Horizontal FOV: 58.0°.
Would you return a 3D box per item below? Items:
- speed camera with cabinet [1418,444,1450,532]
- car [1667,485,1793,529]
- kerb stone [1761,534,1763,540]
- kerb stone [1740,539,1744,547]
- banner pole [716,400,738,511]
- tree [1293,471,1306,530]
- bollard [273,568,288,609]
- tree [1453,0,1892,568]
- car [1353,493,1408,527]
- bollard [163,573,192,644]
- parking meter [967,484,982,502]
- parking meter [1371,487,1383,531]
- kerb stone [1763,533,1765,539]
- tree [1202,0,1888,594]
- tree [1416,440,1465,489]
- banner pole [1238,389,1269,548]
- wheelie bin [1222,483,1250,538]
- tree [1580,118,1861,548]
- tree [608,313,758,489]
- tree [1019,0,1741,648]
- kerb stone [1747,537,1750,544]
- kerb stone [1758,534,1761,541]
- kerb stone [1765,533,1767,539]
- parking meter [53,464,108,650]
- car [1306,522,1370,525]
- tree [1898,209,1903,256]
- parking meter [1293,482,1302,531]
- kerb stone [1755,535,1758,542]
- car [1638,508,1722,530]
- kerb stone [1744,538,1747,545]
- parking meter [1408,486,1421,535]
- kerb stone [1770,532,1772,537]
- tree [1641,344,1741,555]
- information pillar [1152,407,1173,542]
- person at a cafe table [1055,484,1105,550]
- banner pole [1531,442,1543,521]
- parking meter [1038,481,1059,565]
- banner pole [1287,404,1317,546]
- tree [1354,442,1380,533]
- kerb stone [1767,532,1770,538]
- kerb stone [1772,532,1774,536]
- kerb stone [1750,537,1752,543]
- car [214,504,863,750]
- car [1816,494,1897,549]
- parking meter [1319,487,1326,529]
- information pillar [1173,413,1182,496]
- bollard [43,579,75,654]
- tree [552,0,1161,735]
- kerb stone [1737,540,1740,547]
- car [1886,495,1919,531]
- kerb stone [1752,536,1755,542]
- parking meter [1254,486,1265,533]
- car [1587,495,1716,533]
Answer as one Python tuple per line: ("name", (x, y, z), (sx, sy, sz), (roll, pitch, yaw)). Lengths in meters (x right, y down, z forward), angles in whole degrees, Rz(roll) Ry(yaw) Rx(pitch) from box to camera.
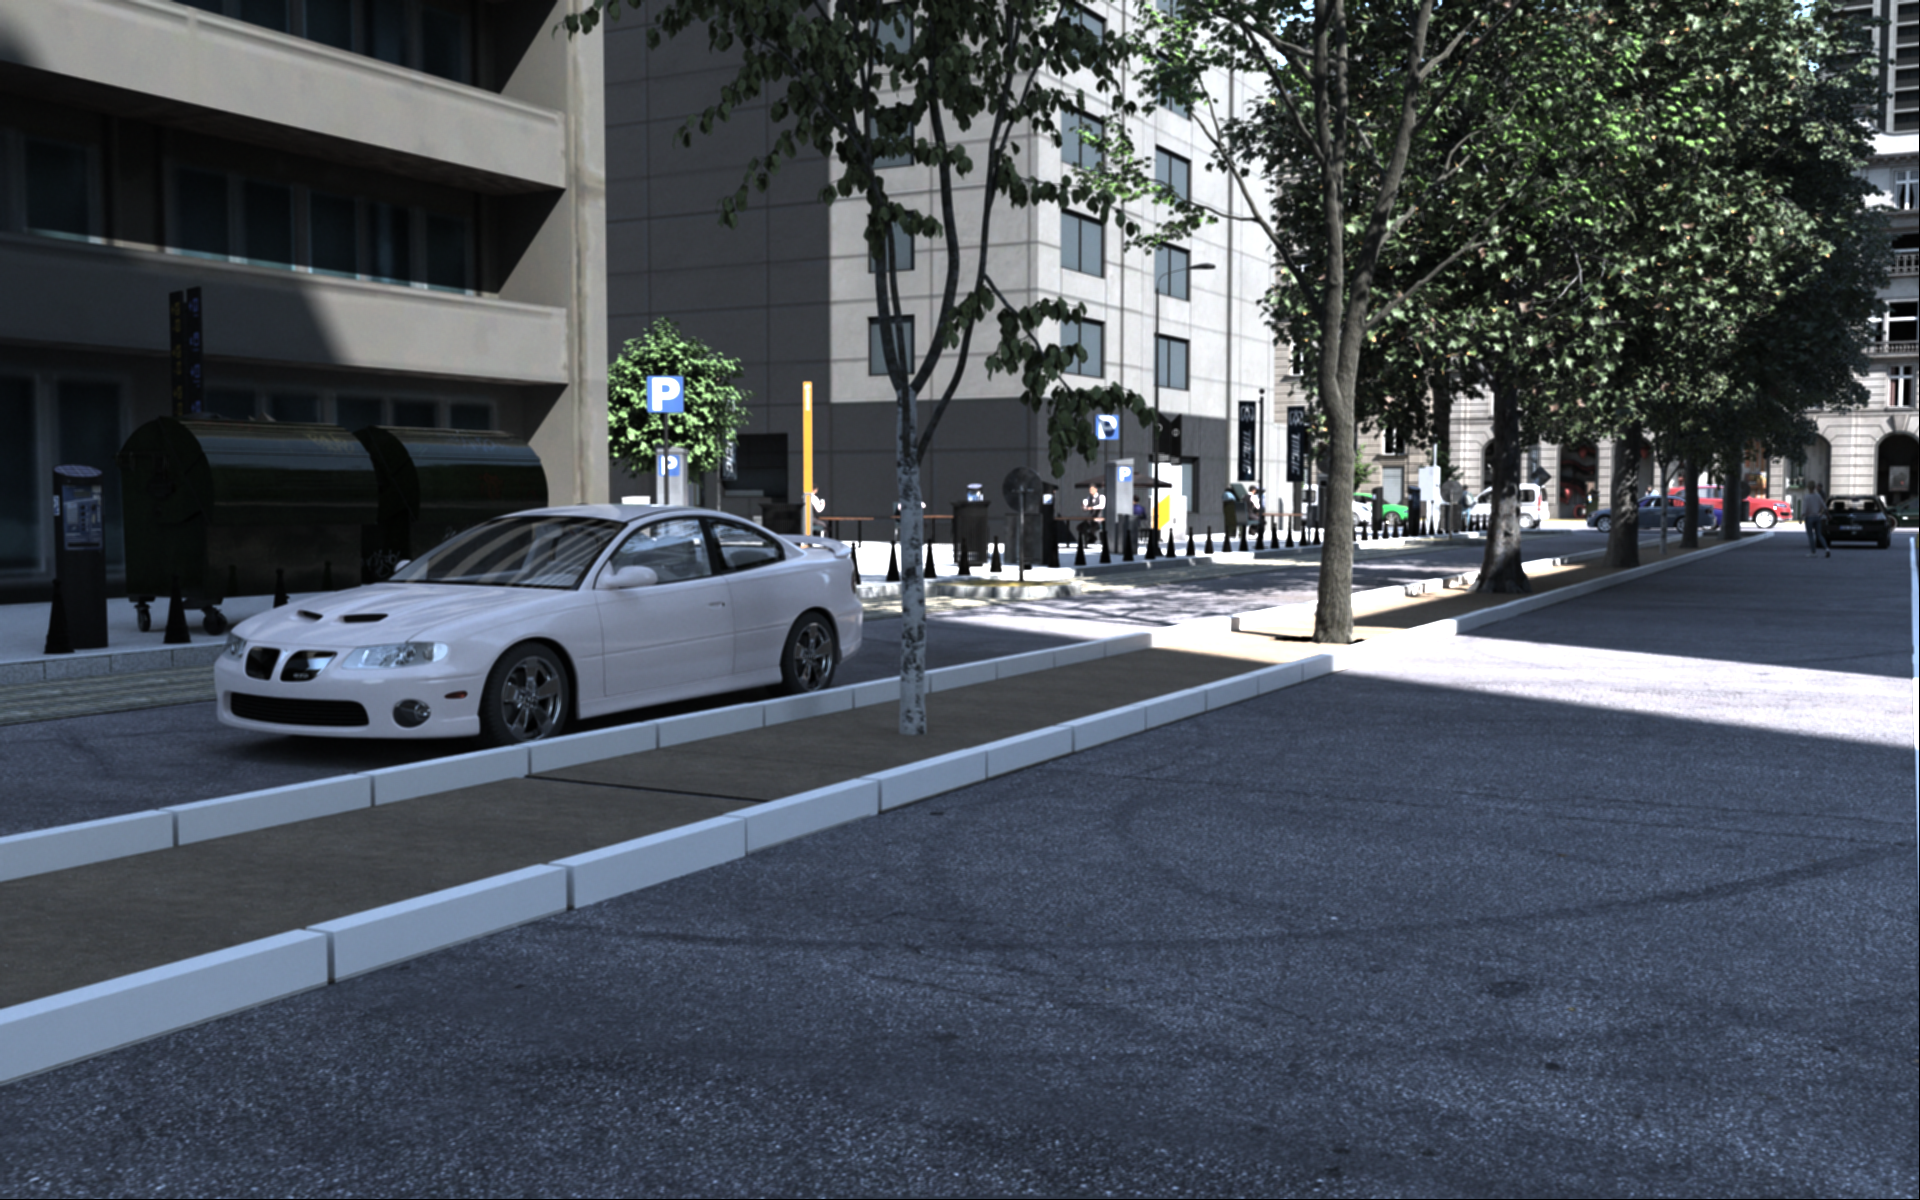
("speed camera with cabinet", (16.026, -3.925, 58.517), (0.660, 3.252, 2.038), (2, 4, 30))
("car", (32.263, -3.944, 73.159), (5.304, 1.827, 2.281), (2, 4, 28))
("kerb stone", (24.540, -1.904, 53.322), (0.120, 0.150, 1.000), (2, 4, 29))
("kerb stone", (21.094, -1.518, 47.016), (0.120, 0.150, 1.000), (2, 4, 29))
("banner pole", (-5.039, -2.881, 37.114), (0.863, 3.779, 0.401), (3, 5, 44))
("tree", (12.122, -4.177, 62.897), (1.663, 3.219, 1.824), (0, 3, 0))
("bollard", (-6.225, 0.010, 15.871), (0.229, 0.601, 0.229), (0, 3, 0))
("tree", (12.916, -7.602, 33.404), (9.857, 13.997, 8.962), (0, 3, 0))
("car", (18.050, -4.178, 77.112), (4.718, 1.807, 1.959), (2, 4, 27))
("bollard", (-6.750, 0.069, 14.918), (0.229, 0.601, 0.229), (0, 3, 0))
("parking meter", (0.354, -2.032, 41.632), (0.372, 1.533, 0.369), (0, 3, 0))
("parking meter", (14.419, -3.147, 59.860), (0.372, 1.533, 0.369), (0, 3, 0))
("kerb stone", (25.028, -1.955, 54.225), (0.120, 0.150, 1.000), (2, 4, 29))
("tree", (7.958, -6.452, 24.948), (9.611, 12.733, 9.660), (0, 3, 0))
("tree", (17.178, -4.111, 61.816), (1.663, 3.219, 1.824), (0, 3, 0))
("banner pole", (6.940, -3.123, 41.086), (0.863, 3.779, 0.401), (-1, 4, -21))
("wheelie bin", (8.145, -2.647, 51.186), (0.693, 1.594, 0.980), (3, 5, 40))
("tree", (19.364, -7.655, 45.737), (7.486, 12.596, 7.792), (0, 3, 0))
("tree", (-5.288, -2.920, 31.456), (4.285, 4.588, 4.351), (0, 3, 0))
("tree", (3.622, -5.377, 16.119), (9.928, 11.665, 9.643), (0, 3, 0))
("kerb stone", (22.083, -1.628, 48.816), (0.120, 0.150, 1.000), (2, 4, 29))
("kerb stone", (24.049, -1.848, 52.422), (0.120, 0.150, 1.000), (2, 4, 29))
("kerb stone", (25.517, -2.014, 55.125), (0.120, 0.150, 1.000), (2, 4, 29))
("parking meter", (-7.320, -0.367, 14.414), (0.372, 1.533, 0.369), (0, 3, 0))
("car", (17.144, -4.141, 80.064), (4.827, 1.381, 2.083), (2, 4, 27))
("tree", (23.833, -8.815, 53.233), (9.857, 13.997, 8.962), (0, 3, 0))
("parking meter", (11.660, -3.309, 59.817), (0.255, 1.863, 0.399), (0, 4, 5))
("kerb stone", (23.553, -1.794, 51.525), (0.120, 0.150, 1.000), (2, 4, 29))
("car", (28.815, -3.479, 69.456), (3.894, 1.354, 1.945), (2, 4, 30))
("kerb stone", (21.583, -1.566, 47.917), (0.120, 0.150, 1.000), (2, 4, 29))
("parking meter", (14.134, -2.783, 53.906), (0.372, 1.533, 0.369), (0, 3, 0))
("kerb stone", (26.514, -2.121, 56.935), (0.120, 0.150, 1.000), (2, 4, 29))
("tree", (16.503, -5.354, 40.352), (4.737, 8.622, 4.395), (0, 3, 0))
("information pillar", (5.400, -3.376, 46.548), (0.504, 3.616, 0.183), (1, 4, 9))
("person at a cafe table", (2.940, -1.978, 40.849), (1.698, 1.524, 1.622), (3, 5, 39))
("banner pole", (27.737, -5.709, 83.365), (0.401, 3.779, 0.863), (-1, 4, -19))
("parking meter", (1.593, -1.397, 31.259), (0.372, 1.533, 0.369), (0, 3, 0))
("banner pole", (8.546, -3.262, 43.355), (0.863, 3.779, 0.401), (2, 4, 35))
("tree", (12.667, -3.810, 56.899), (1.663, 3.219, 1.824), (0, 3, 0))
("kerb stone", (26.028, -2.069, 56.024), (0.120, 0.150, 1.000), (2, 4, 29))
("kerb stone", (27.008, -2.180, 57.832), (0.120, 0.150, 1.000), (2, 4, 29))
("kerb stone", (22.568, -1.684, 49.726), (0.120, 0.150, 1.000), (2, 4, 29))
("car", (-2.443, 0.073, 11.171), (2.083, 1.381, 4.827), (2, 4, 28))
("car", (24.166, -2.263, 46.788), (2.009, 1.686, 4.222), (2, 4, 29))
("parking meter", (13.431, -3.395, 63.919), (0.372, 1.533, 0.369), (0, 3, 0))
("information pillar", (6.222, -3.613, 50.423), (0.504, 3.616, 0.183), (2, 4, 32))
("bollard", (-7.271, 0.127, 13.963), (0.229, 0.601, 0.229), (0, 3, 0))
("tree", (-0.359, -3.487, 9.824), (4.737, 8.622, 4.395), (0, 3, 0))
("kerb stone", (20.590, -1.463, 46.116), (0.120, 0.150, 1.000), (2, 4, 29))
("car", (36.751, -3.439, 66.014), (4.222, 1.686, 2.009), (2, 4, 27))
("kerb stone", (23.059, -1.738, 50.628), (0.120, 0.150, 1.000), (2, 4, 29))
("parking meter", (9.795, -2.952, 56.673), (0.372, 1.533, 0.369), (0, 3, 0))
("car", (25.775, -3.219, 64.641), (4.499, 1.417, 2.014), (2, 4, 27))
